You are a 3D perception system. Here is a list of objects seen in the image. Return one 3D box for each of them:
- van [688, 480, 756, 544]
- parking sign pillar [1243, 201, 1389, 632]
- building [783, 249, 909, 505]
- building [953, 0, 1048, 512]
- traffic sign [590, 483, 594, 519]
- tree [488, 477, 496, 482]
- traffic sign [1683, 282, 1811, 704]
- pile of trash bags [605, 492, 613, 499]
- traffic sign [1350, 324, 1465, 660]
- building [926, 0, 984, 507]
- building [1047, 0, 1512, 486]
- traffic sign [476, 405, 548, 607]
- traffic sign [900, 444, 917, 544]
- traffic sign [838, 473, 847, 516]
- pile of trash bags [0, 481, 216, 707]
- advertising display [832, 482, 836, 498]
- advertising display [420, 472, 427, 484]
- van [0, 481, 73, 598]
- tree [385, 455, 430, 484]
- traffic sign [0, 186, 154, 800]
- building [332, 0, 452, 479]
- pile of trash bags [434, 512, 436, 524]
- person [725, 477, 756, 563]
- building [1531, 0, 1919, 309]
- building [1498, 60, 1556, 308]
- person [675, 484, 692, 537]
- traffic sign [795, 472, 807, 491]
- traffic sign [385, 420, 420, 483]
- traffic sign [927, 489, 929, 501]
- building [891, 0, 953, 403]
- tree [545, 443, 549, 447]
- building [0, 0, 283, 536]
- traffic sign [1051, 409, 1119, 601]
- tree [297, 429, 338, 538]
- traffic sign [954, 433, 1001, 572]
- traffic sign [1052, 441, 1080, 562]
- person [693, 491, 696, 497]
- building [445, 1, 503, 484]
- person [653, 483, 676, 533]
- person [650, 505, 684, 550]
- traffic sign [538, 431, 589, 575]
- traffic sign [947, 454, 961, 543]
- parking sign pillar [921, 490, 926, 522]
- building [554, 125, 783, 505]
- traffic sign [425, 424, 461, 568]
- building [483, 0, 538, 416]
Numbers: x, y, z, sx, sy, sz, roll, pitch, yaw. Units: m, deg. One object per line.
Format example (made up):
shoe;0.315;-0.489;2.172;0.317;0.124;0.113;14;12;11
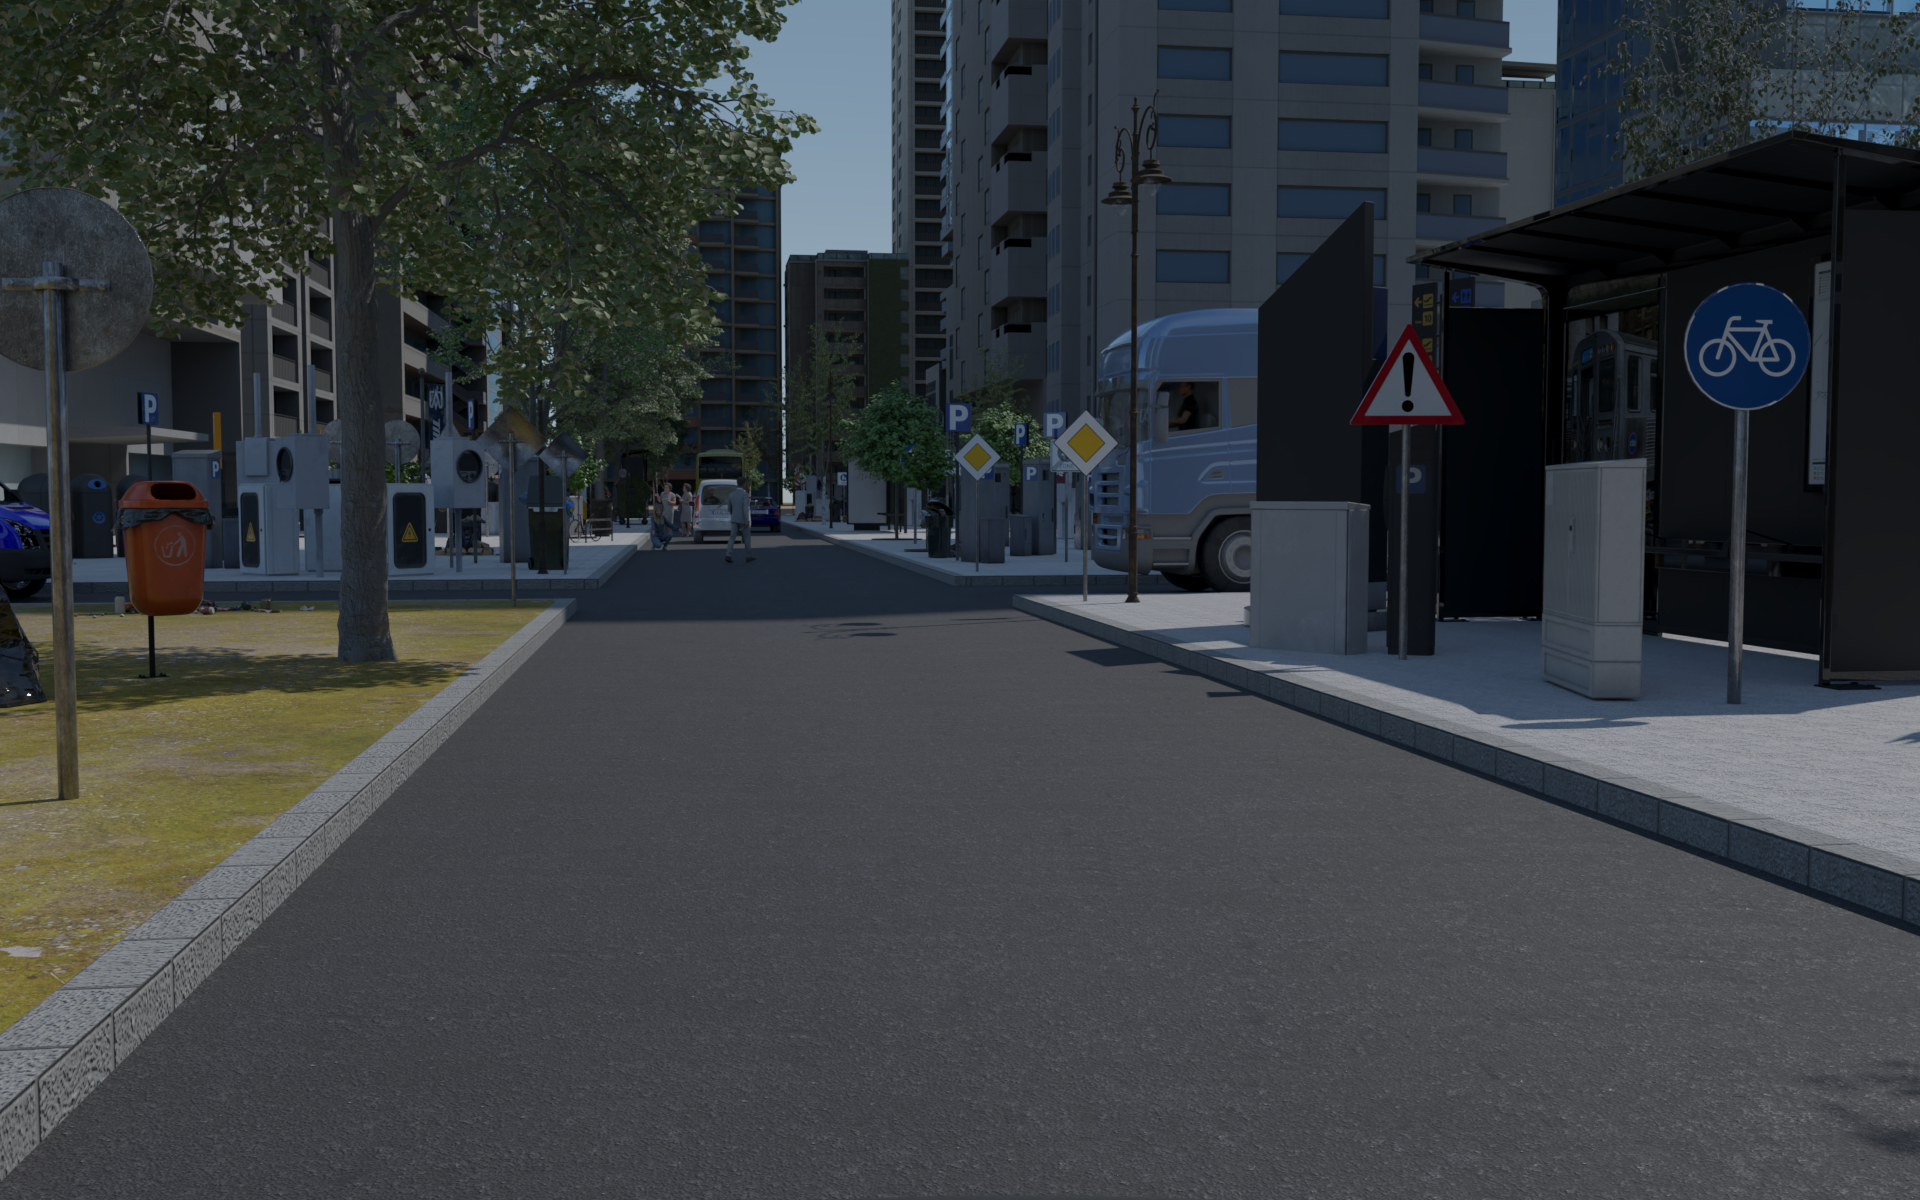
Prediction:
van;-7.082;-2.725;51.557;2.013;2.044;4.112;0;4;-7
parking sign pillar;3.477;-1.723;16.649;1.447;3.967;1.447;-3;4;-38
building;-13.753;-26.674;207.814;14.107;30.474;14.160;-1;4;-9
building;14.666;-32.596;122.181;28.713;52.752;27.495;-1;4;-9
traffic sign;-15.712;-4.378;73.708;0.606;2.300;0.079;0;4;-6
tree;-20.684;-4.859;74.042;1.663;3.219;1.824;0;3;0
traffic sign;4.737;-0.637;10.522;0.768;2.556;0.104;0;4;-1
pile of trash bags;-18.469;-4.530;83.825;3.447;1.369;1.912;1;4;10
traffic sign;3.427;-0.815;13.334;0.884;2.594;0.081;0;4;-1
building;6.626;-51.268;150.902;22.319;86.520;31.000;-1;4;-9
building;15.292;-33.616;91.622;21.231;58.520;28.212;-1;4;-9
traffic sign;-5.078;-0.980;19.659;0.795;2.450;0.064;-1;4;-9
traffic sign;-1.148;-2.709;44.405;0.768;2.556;0.104;0;4;-1
traffic sign;-5.468;-4.868;81.727;0.606;2.300;0.079;0;4;-2
pile of trash bags;-6.422;-0.069;10.885;1.912;1.369;3.447;3;5;42
advertising display;-6.664;-5.295;91.793;0.123;1.923;0.974;0;3;0
advertising display;-15.617;-2.768;50.471;0.123;1.923;0.974;-1;4;-12
van;-14.726;-1.139;23.012;5.245;2.365;2.240;0;4;-7
tree;-16.882;-3.556;52.742;1.663;3.219;1.824;0;3;0
traffic sign;-3.753;-0.435;7.213;0.768;2.556;0.104;0;4;-8
building;-44.553;-29.650;108.473;21.300;48.544;21.600;-1;4;-9
pile of trash bags;-12.856;-1.806;39.280;1.912;1.369;3.447;-2;4;-26
person;-4.626;-1.684;36.313;0.678;1.792;0.850;2;4;31
building;34.657;-45.474;56.167;31.000;86.520;22.319;-1;4;-9
building;49.204;-29.554;166.796;14.086;41.232;14.154;-1;4;-9
person;-9.183;-2.970;57.418;0.532;1.782;0.716;-2;4;-34
traffic sign;-8.760;-5.855;95.827;0.768;2.556;0.104;-1;4;-8
traffic sign;-9.646;-1.811;29.720;0.768;2.556;0.104;0;4;-3
traffic sign;-1.159;-3.680;62.291;0.606;2.300;0.079;0;4;-3
building;2.882;-47.361;212.610;20.611;71.187;20.563;-1;4;-9
tree;-23.827;-6.874;96.108;4.285;4.588;4.351;0;3;0
building;-37.993;-28.410;53.742;28.713;52.752;27.495;-1;4;-9
traffic sign;1.493;-1.040;20.644;0.795;2.450;0.064;-1;4;-9
tree;-19.582;-3.470;51.334;1.663;3.219;1.824;0;3;0
traffic sign;0.281;-1.523;28.537;0.795;2.450;0.064;-1;4;-9
traffic sign;2.004;-1.862;32.578;0.606;2.300;0.079;0;4;0
person;-24.100;-9.104;158.019;0.621;1.740;0.551;3;5;40
building;-48.394;-30.694;151.955;14.200;45.320;14.600;-1;4;-9
person;-9.151;-2.728;53.458;0.716;1.782;0.532;1;4;13
person;-7.499;-1.833;43.973;1.012;1.151;0.738;-2;4;-33
traffic sign;-6.290;-1.462;27.552;0.795;2.450;0.064;-1;4;-9
traffic sign;-0.087;-2.331;40.241;0.606;2.300;0.079;0;4;-6
parking sign pillar;-1.975;-5.119;72.164;1.447;3.967;1.447;-3;4;-38
building;-35.732;-33.858;208.206;28.867;44.769;22.147;-1;4;-9
traffic sign;-8.842;-1.838;30.060;0.884;2.594;0.081;0;4;1
building;-65.475;-54.386;201.881;31.000;86.520;22.319;-1;4;-9
